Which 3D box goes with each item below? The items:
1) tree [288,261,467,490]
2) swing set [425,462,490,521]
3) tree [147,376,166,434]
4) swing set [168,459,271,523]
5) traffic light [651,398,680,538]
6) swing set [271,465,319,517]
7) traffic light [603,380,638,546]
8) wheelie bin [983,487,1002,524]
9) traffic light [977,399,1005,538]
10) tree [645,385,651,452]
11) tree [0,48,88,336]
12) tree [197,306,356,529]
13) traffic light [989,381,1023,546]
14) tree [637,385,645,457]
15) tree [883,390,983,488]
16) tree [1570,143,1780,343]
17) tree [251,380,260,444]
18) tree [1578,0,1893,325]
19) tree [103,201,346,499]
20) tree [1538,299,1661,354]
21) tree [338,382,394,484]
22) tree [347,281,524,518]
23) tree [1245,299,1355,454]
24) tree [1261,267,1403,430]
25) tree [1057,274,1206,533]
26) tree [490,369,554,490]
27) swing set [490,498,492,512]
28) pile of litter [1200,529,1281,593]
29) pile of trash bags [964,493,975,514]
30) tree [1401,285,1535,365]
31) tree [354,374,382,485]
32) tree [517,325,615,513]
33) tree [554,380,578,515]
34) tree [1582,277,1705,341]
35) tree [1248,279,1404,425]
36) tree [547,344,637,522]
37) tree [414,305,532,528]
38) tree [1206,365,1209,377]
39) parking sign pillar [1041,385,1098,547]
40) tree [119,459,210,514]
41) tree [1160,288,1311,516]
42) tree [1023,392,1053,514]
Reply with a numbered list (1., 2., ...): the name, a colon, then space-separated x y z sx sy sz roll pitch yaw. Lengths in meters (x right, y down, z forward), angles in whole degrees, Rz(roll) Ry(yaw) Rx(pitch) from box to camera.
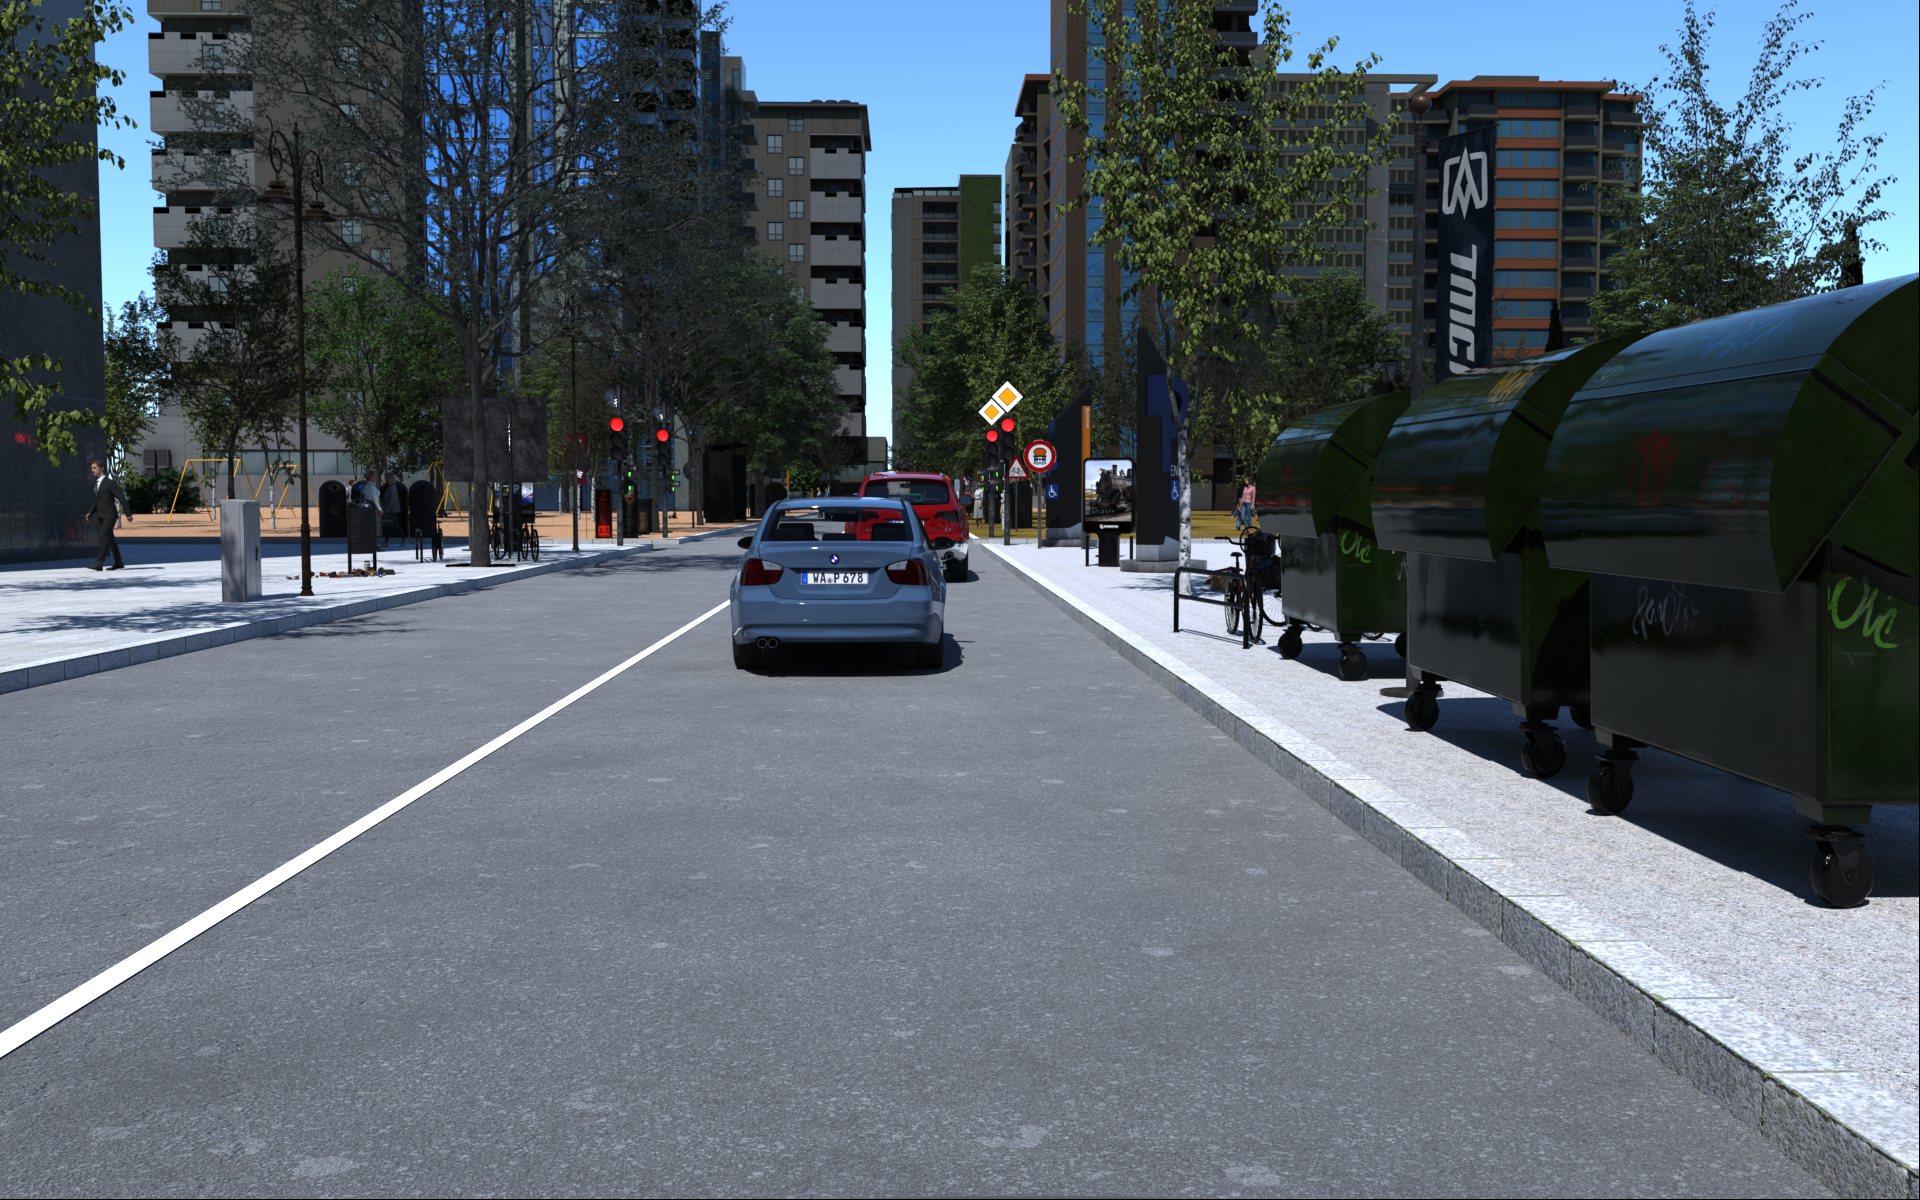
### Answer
1. tree: -25.827 -9.244 76.900 9.928 11.665 9.643 0 3 0
2. swing set: -25.230 -5.350 85.088 2.862 2.851 3.119 1 4 8
3. tree: -35.300 -7.423 71.727 4.360 8.622 3.978 0 3 0
4. swing set: -33.648 -4.947 78.498 3.119 2.851 2.862 1 4 17
5. traffic light: -8.644 -3.783 50.770 0.839 4.253 0.868 0 4 -2
6. swing set: -37.090 -5.951 94.916 3.119 2.851 2.862 3 5 39
7. traffic light: -8.399 -3.295 42.789 0.839 4.253 0.868 0 4 -2
8. wheelie bin: 1.396 -4.092 74.818 0.693 1.594 0.980 -2 4 -28
9. traffic light: 0.912 -3.802 51.078 0.839 4.253 0.868 0 4 -2
10. tree: -19.587 -9.249 101.585 4.360 8.622 3.978 0 3 0
11. tree: -13.090 -4.310 20.839 4.360 8.622 3.978 0 3 0
12. tree: -25.209 -6.885 62.935 4.360 8.622 3.978 0 3 0
13. traffic light: 1.157 -3.314 43.097 0.839 4.253 0.868 0 4 -2
14. tree: -19.621 -8.777 93.863 4.360 8.622 3.978 0 3 0
15. tree: -1.623 -14.527 154.530 9.611 12.733 9.660 0 3 0
16. tree: 23.942 -8.452 56.318 7.486 12.596 7.792 0 3 0
17. tree: -36.913 -8.294 85.972 4.737 8.622 4.395 0 3 0
18. tree: 11.617 -4.632 26.103 4.360 8.622 3.978 0 3 0
19. tree: -23.878 -7.437 56.005 8.767 10.594 7.601 0 4 4
20. tree: 47.045 -13.207 117.760 18.604 14.587 13.155 -3 5 -42
21. tree: -35.932 -9.605 107.405 4.737 8.622 4.395 0 3 0
22. tree: -27.716 -10.721 92.294 9.611 12.733 9.660 0 3 0
23. tree: 13.129 -7.064 65.855 4.360 8.622 3.978 0 3 0
24. tree: 18.673 -10.346 87.278 7.486 12.596 7.792 0 3 0
25. tree: 5.501 -6.534 57.186 4.360 8.622 3.978 0 3 0
26. tree: -26.745 -9.208 100.910 4.737 8.622 4.395 0 3 0
27. swing set: -29.761 -6.661 106.525 3.119 2.851 2.862 0 4 3
28. pile of litter: 3.795 -0.573 23.334 1.719 0.858 1.176 -3 5 -42
29. pile of trash bags: 0.413 -6.460 115.374 1.912 1.369 3.447 0 4 -1
30. tree: 16.544 -6.601 58.289 4.360 8.622 3.978 0 3 0
31. tree: -34.944 -9.198 100.754 4.360 8.622 3.978 0 3 0
32. tree: -26.484 -12.139 116.596 7.486 12.596 7.792 0 3 0
33. tree: -25.104 -9.638 107.940 4.737 8.622 4.395 0 3 0
34. tree: 26.447 -8.063 66.243 7.601 10.594 8.767 0 4 5
35. tree: 16.192 -8.566 74.467 7.601 10.594 8.767 -3 5 -40
36. tree: -19.152 -8.369 87.189 4.360 8.622 3.978 0 3 0
37. tree: -18.399 -7.061 65.802 4.360 8.622 3.978 0 3 0
38. tree: 6.974 -6.835 62.115 4.360 8.622 3.978 0 3 0
39. parking sign pillar: 2.661 -3.299 42.409 1.447 3.967 1.447 3 5 41
40. tree: -56.435 -12.605 107.905 13.155 14.587 18.604 0 4 7
41. tree: 16.036 -11.677 101.294 12.009 13.543 11.850 0 3 0
42. tree: 5.839 -9.459 105.016 4.360 8.622 3.978 0 3 0
